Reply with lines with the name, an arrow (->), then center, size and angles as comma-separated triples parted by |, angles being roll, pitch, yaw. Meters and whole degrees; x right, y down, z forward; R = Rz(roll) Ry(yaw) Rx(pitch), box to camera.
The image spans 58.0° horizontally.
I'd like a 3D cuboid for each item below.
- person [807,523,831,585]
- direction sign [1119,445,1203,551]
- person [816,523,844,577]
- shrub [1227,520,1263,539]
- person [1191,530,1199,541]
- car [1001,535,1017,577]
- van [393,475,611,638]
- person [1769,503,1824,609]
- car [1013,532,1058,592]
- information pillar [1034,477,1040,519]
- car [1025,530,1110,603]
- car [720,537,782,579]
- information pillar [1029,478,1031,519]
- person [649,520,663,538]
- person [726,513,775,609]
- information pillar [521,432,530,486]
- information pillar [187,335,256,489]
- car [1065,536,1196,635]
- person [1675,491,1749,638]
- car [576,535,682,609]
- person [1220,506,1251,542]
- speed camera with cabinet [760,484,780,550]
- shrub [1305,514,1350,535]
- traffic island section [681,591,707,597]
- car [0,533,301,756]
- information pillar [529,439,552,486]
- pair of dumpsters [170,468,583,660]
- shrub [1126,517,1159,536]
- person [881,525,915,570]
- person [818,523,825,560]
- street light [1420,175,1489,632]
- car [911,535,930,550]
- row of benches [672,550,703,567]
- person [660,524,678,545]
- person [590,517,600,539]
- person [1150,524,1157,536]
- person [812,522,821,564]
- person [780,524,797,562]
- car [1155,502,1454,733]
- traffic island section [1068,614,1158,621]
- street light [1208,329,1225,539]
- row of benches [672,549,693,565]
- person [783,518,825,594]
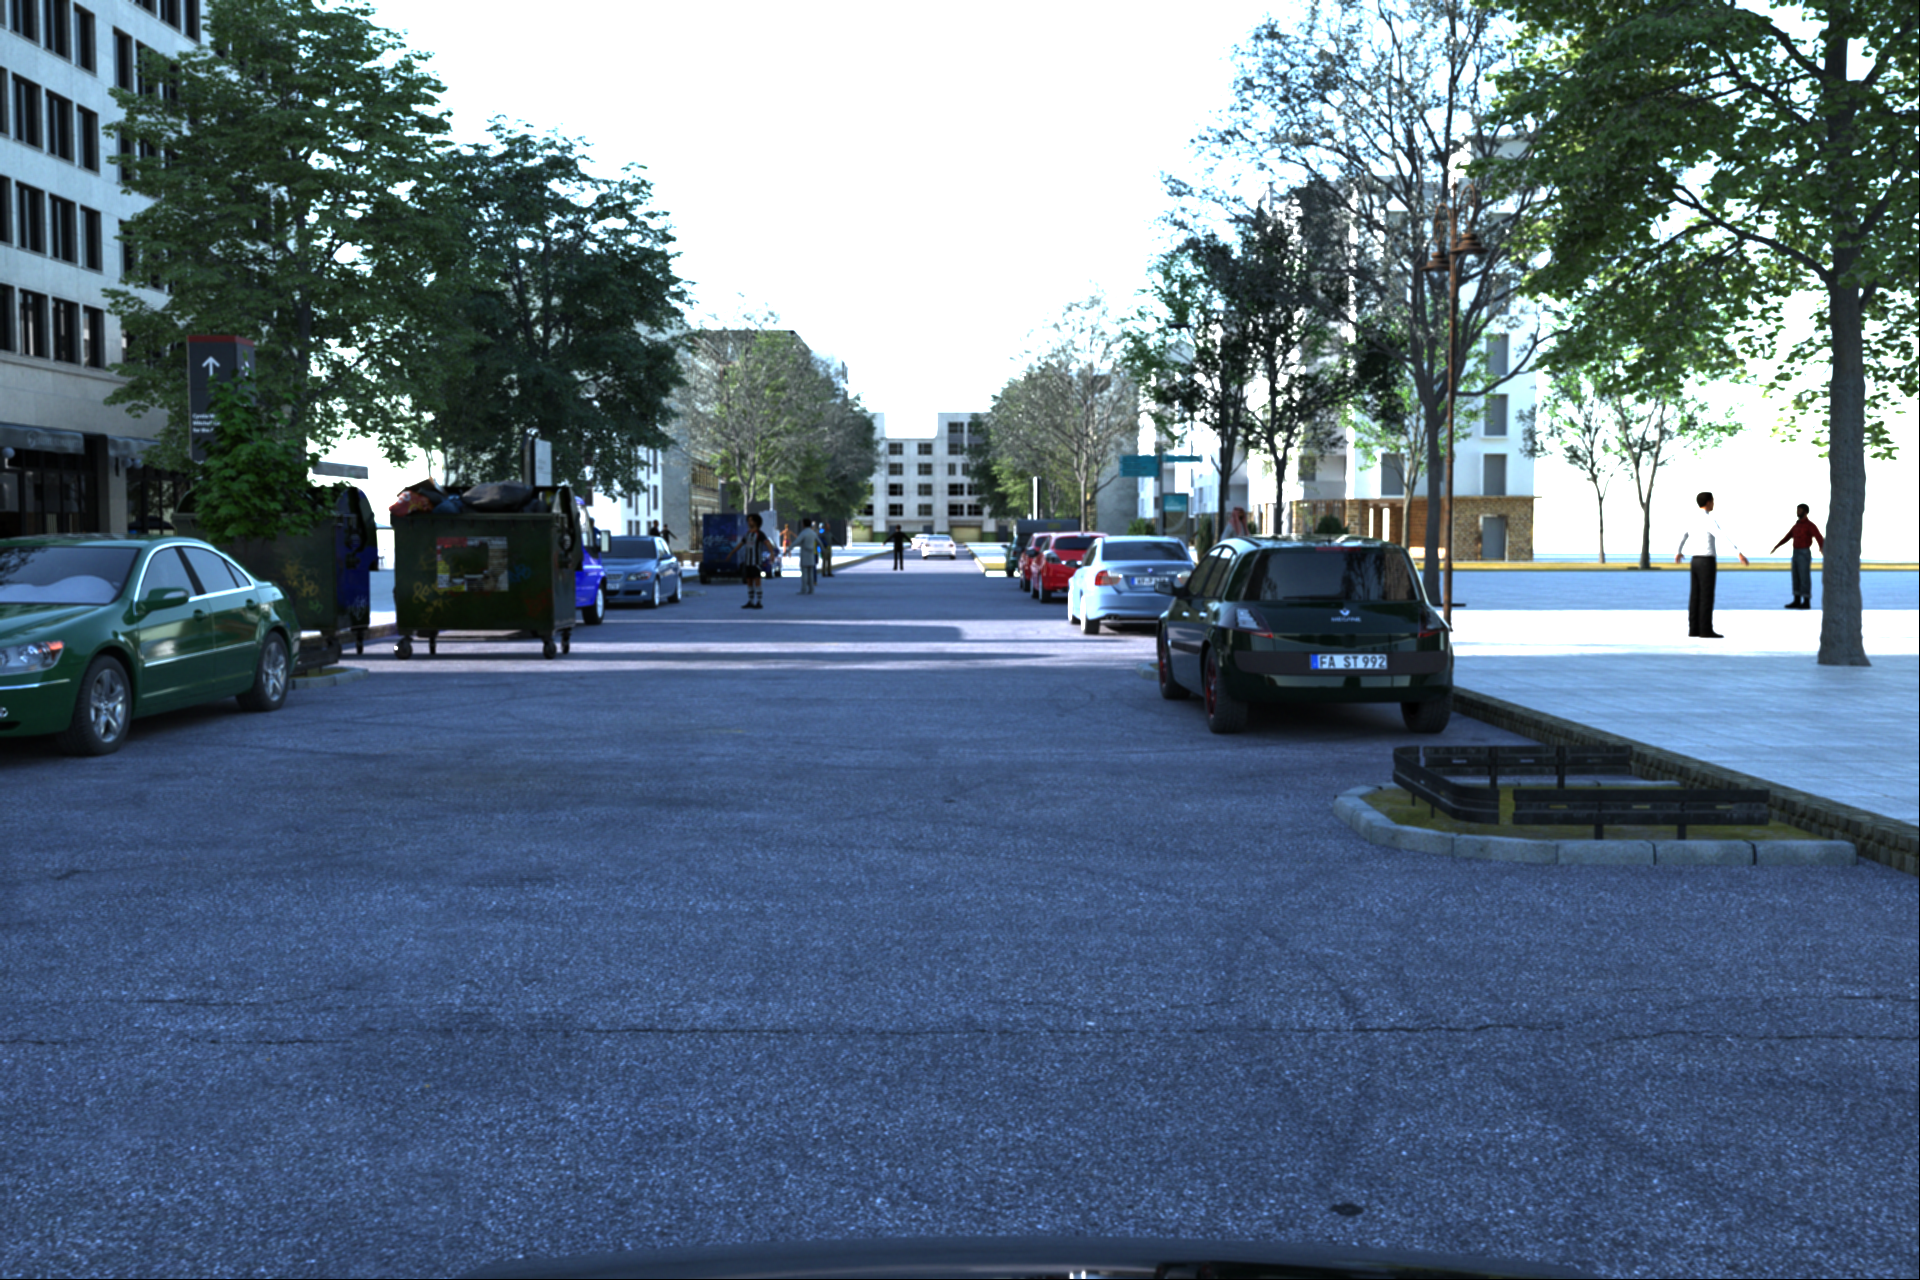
person -> -4.200, -2.418, 48.459 | 1.216, 1.772, 0.721 | 0, 4, 4
direction sign -> 6.058, -3.849, 51.689 | 2.525, 3.948, 1.411 | 0, 3, 0
person -> -4.462, -3.031, 58.287 | 1.348, 1.796, 0.705 | -3, 5, -44
shrub -> 11.605, -4.063, 70.852 | 1.690, 2.028, 1.600 | 0, 3, 0
person -> 13.281, -5.447, 95.195 | 1.346, 1.812, 0.704 | -1, 4, -20
car -> 2.480, -2.895, 59.126 | 2.131, 1.459, 4.920 | 0, 4, 0
van -> -6.600, -1.298, 25.613 | 2.240, 2.365, 5.245 | 0, 3, 0
person -> 14.395, -1.442, 29.679 | 0.704, 1.816, 1.345 | -1, 4, -11
car -> 2.463, -2.171, 44.537 | 2.155, 1.783, 4.494 | 0, 4, 0
information pillar -> 3.189, -4.918, 71.724 | 0.184, 3.620, 1.656 | 0, 4, -1
car -> 2.507, -1.734, 37.383 | 2.155, 1.783, 4.494 | 0, 4, -1
car -> -6.857, -2.715, 56.971 | 1.945, 1.354, 3.894 | 0, 4, 0
information pillar -> 2.919, -4.959, 72.436 | 0.183, 3.616, 0.504 | 0, 4, 0
person -> -11.156, -3.514, 63.677 | 0.704, 1.802, 1.346 | 1, 4, 13
person -> -3.984, -1.511, 33.299 | 1.345, 1.843, 0.704 | 3, 5, 42
information pillar -> -9.945, -2.957, 39.703 | 0.183, 3.616, 0.504 | 0, 4, 0
information pillar -> -9.735, -2.052, 22.936 | 0.750, 3.857, 0.750 | 0, 4, -1
car -> 2.608, -0.856, 25.994 | 2.014, 1.417, 4.499 | 0, 4, 0
person -> 9.223, -0.934, 21.421 | 0.704, 1.810, 1.344 | -1, 4, -12
car -> -6.697, -1.395, 34.809 | 2.014, 1.417, 4.499 | 0, 4, 0
person -> 5.302, -1.638, 32.926 | 1.347, 1.811, 0.704 | -3, 5, -44
speed camera with cabinet -> -7.585, -4.564, 68.950 | 0.660, 3.252, 2.038 | 0, 4, 0
shrub -> 13.359, -3.590, 62.743 | 1.661, 2.075, 1.752 | 0, 3, 0
traffic island section -> -6.941, -1.058, 40.169 | 1.991, 0.108, 1.994 | 0, 3, 0
car -> -6.437, -0.053, 12.668 | 2.131, 1.459, 4.920 | 0, 4, -1
information pillar -> -10.539, -3.196, 43.572 | 0.184, 3.620, 1.656 | 0, 3, 0
pair of dumpsters -> -6.726, -0.929, 20.133 | 4.436, 2.255, 1.574 | 0, 4, 0
shrub -> 7.338, -4.006, 69.925 | 1.690, 2.028, 1.600 | 0, 3, 0
person -> -2.446, -3.675, 68.730 | 1.347, 1.806, 0.705 | -1, 4, -13
person -> -6.928, -4.928, 86.703 | 0.704, 1.817, 1.347 | -2, 4, -29
street light -> 6.379, -3.041, 22.509 | 0.468, 5.910, 1.993 | 0, 3, 0
car -> -3.372, -8.888, 157.678 | 2.083, 1.381, 4.827 | 0, 4, 0
row of benches -> -10.065, -3.220, 68.115 | 4.104, 0.672, 1.422 | 0, 4, -6
person -> -16.188, -5.468, 95.329 | 1.347, 1.837, 0.705 | 1, 4, 11
person -> -12.150, -3.142, 57.248 | 1.347, 1.842, 0.705 | -3, 4, -37
person -> 9.509, -4.962, 87.094 | 1.349, 1.833, 0.705 | -3, 5, -41
person -> -6.223, -4.145, 73.903 | 0.705, 1.813, 1.348 | 2, 4, 29
person -> -8.070, -4.527, 80.815 | 1.217, 1.733, 0.721 | -1, 4, -11
car -> 2.625, -0.249, 13.853 | 2.009, 1.686, 4.222 | 0, 4, -1
traffic island section -> 2.852, -0.403, 29.455 | 1.991, 0.108, 1.994 | 0, 4, 0
street light -> 6.353, -4.022, 38.303 | 1.470, 5.913, 1.316 | 0, 4, -1
row of benches -> -12.704, -3.477, 72.305 | 4.104, 0.672, 1.422 | 3, 4, 37
person -> -3.682, -2.006, 41.449 | 0.705, 1.806, 1.347 | 3, 5, 40
